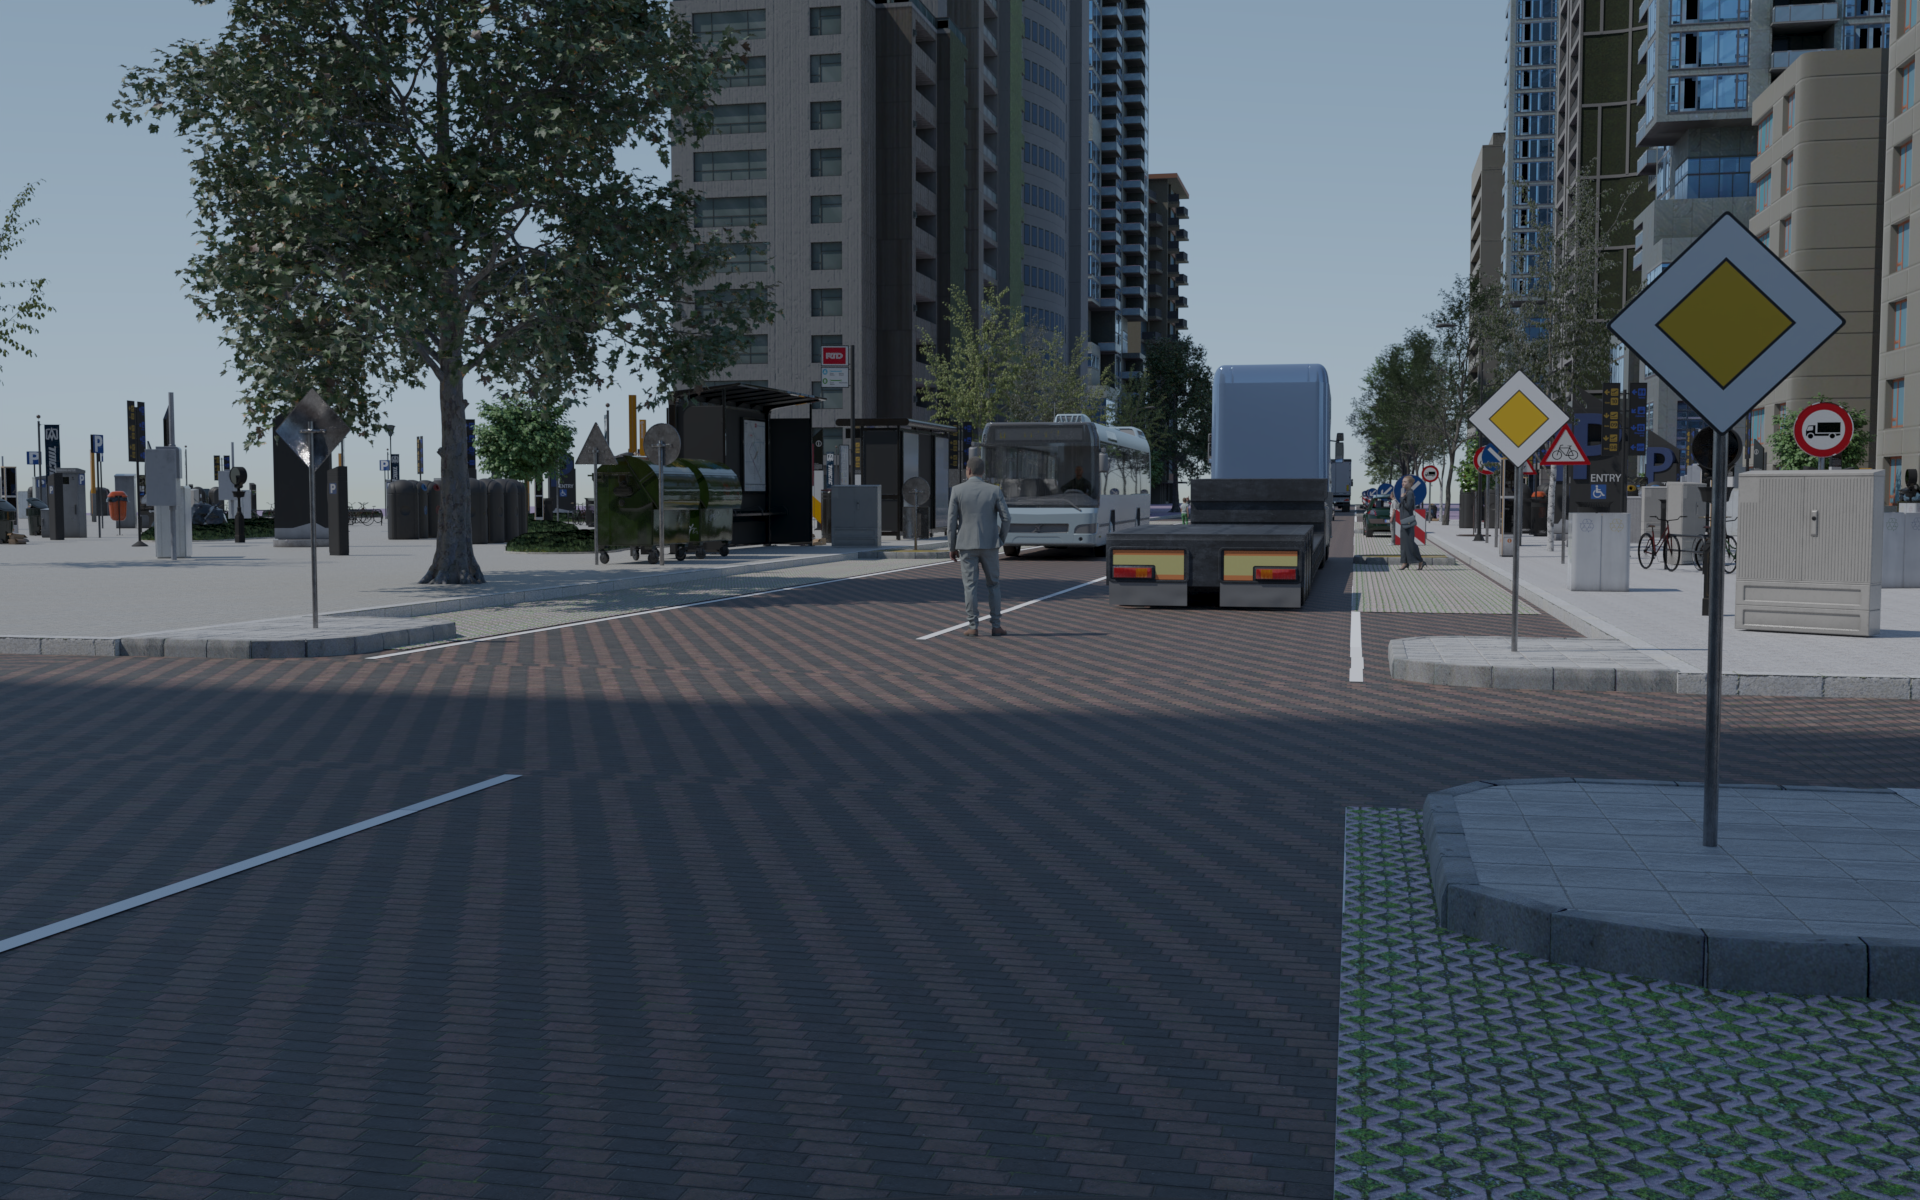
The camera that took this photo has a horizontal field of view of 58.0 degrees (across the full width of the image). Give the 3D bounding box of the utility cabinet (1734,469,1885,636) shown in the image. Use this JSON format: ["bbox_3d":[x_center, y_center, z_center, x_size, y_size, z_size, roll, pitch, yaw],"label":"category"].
[{"bbox_3d":[7.767,-0.440,15.869,0.318,1.500,1.173,-3,5,-44],"label":"utility cabinet"}]

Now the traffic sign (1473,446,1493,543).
[{"bbox_3d":[13.800,-2.763,45.280,0.768,2.556,0.104,1,4,19],"label":"traffic sign"}]

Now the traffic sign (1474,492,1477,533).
[{"bbox_3d":[17.022,-3.494,57.123,0.884,2.594,0.081,1,4,18],"label":"traffic sign"}]

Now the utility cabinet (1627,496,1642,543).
[{"bbox_3d":[17.440,-2.116,45.766,1.020,1.237,0.306,1,4,12],"label":"utility cabinet"}]

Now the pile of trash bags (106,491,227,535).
[{"bbox_3d":[-25.087,-2.756,54.806,3.447,1.369,1.912,-2,4,-33],"label":"pile of trash bags"}]

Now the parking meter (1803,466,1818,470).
[{"bbox_3d":[17.750,-1.853,36.013,0.399,1.863,0.255,0,4,7],"label":"parking meter"}]

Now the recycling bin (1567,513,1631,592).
[{"bbox_3d":[8.500,-0.642,23.055,0.722,1.027,0.722,1,4,15],"label":"recycling bin"}]

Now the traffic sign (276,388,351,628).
[{"bbox_3d":[-6.156,-0.786,16.487,0.795,2.450,0.064,1,4,13],"label":"traffic sign"}]

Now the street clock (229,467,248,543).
[{"bbox_3d":[-19.014,-2.514,45.682,0.471,2.002,0.358,2,4,33],"label":"street clock"}]

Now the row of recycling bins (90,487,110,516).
[{"bbox_3d":[-50.981,-5.844,102.656,1.069,1.692,3.534,-1,4,-22],"label":"row of recycling bins"}]

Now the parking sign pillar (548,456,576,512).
[{"bbox_3d":[-19.485,-5.889,84.764,1.447,3.967,1.447,-2,4,-27],"label":"parking sign pillar"}]

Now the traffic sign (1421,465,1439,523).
[{"bbox_3d":[20.661,-4.651,76.148,0.768,2.556,0.104,1,4,15],"label":"traffic sign"}]

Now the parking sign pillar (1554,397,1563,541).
[{"bbox_3d":[17.076,-3.633,47.874,1.447,3.967,1.447,2,4,30],"label":"parking sign pillar"}]

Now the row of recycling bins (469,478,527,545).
[{"bbox_3d":[-12.315,-2.357,45.642,1.069,1.692,3.534,0,4,7],"label":"row of recycling bins"}]

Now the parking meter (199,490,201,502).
[{"bbox_3d":[-38.347,-4.813,87.101,0.372,1.533,0.369,0,3,0],"label":"parking meter"}]

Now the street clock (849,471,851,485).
[{"bbox_3d":[-3.487,-3.037,54.221,0.358,2.002,0.471,-1,4,-9],"label":"street clock"}]

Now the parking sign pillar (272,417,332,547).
[{"bbox_3d":[-16.005,-3.285,42.179,1.447,3.967,1.447,-1,4,-10],"label":"parking sign pillar"}]

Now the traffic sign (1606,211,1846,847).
[{"bbox_3d":[2.733,-0.160,6.254,0.795,2.450,0.064,1,4,13],"label":"traffic sign"}]

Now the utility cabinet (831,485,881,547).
[{"bbox_3d":[-2.502,-2.021,41.729,1.173,1.500,0.318,1,4,15],"label":"utility cabinet"}]

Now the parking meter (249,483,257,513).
[{"bbox_3d":[-36.522,-5.124,89.480,0.255,1.863,0.399,-3,5,-42],"label":"parking meter"}]

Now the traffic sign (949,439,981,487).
[{"bbox_3d":[0.576,-4.292,64.039,2.265,3.308,0.079,1,4,17],"label":"traffic sign"}]

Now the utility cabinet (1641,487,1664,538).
[{"bbox_3d":[20.474,-2.552,50.397,1.173,1.500,0.318,0,4,5],"label":"utility cabinet"}]

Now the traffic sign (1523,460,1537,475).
[{"bbox_3d":[15.293,-2.896,47.358,0.884,2.594,0.081,1,4,13],"label":"traffic sign"}]

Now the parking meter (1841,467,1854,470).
[{"bbox_3d":[19.089,-1.944,37.490,0.399,1.863,0.255,0,4,6],"label":"parking meter"}]

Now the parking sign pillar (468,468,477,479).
[{"bbox_3d":[-25.074,-6.052,87.419,1.447,3.967,1.447,0,4,-7],"label":"parking sign pillar"}]

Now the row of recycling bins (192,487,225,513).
[{"bbox_3d":[-42.066,-5.352,94.625,3.534,1.692,1.069,-1,4,-15],"label":"row of recycling bins"}]

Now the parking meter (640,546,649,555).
[{"bbox_3d":[-6.655,-1.897,36.734,0.255,1.863,0.399,-1,4,-9],"label":"parking meter"}]

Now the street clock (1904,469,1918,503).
[{"bbox_3d":[27.362,-2.770,49.863,0.358,2.002,0.471,1,4,16],"label":"street clock"}]

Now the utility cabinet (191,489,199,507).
[{"bbox_3d":[-36.776,-4.516,82.522,1.173,1.500,0.318,2,4,28],"label":"utility cabinet"}]

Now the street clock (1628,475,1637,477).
[{"bbox_3d":[26.197,-3.850,67.517,0.358,2.002,0.471,-2,4,-29],"label":"street clock"}]

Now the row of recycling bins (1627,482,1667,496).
[{"bbox_3d":[23.360,-3.057,57.095,3.534,1.692,1.069,2,4,26],"label":"row of recycling bins"}]

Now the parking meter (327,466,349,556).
[{"bbox_3d":[-12.987,-1.863,36.165,0.399,1.863,0.255,2,4,33],"label":"parking meter"}]

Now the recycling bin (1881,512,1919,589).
[{"bbox_3d":[12.751,-0.690,23.830,0.722,1.027,0.722,0,4,-6],"label":"recycling bin"}]

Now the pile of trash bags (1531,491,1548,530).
[{"bbox_3d":[21.111,-3.143,61.143,1.912,1.369,3.447,3,5,44],"label":"pile of trash bags"}]

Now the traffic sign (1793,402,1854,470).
[{"bbox_3d":[11.935,-1.463,24.019,0.768,2.556,0.104,1,4,13],"label":"traffic sign"}]

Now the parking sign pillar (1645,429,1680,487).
[{"bbox_3d":[29.027,-5.084,71.596,1.447,3.967,1.447,3,5,42],"label":"parking sign pillar"}]

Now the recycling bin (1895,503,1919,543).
[{"bbox_3d":[26.532,-2.165,47.954,0.722,1.027,0.722,0,4,-6],"label":"recycling bin"}]

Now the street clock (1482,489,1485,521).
[{"bbox_3d":[25.019,-4.799,83.027,0.471,2.002,0.358,-1,4,-10],"label":"street clock"}]

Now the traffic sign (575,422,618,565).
[{"bbox_3d":[-6.578,-1.914,31.293,0.884,2.594,0.081,1,4,19],"label":"traffic sign"}]

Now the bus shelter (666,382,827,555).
[{"bbox_3d":[-4.773,-2.958,39.644,1.731,3.624,6.357,1,4,13],"label":"bus shelter"}]

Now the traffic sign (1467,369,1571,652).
[{"bbox_3d":[4.510,-0.636,14.039,0.795,2.450,0.064,1,4,13],"label":"traffic sign"}]

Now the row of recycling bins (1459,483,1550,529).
[{"bbox_3d":[20.360,-3.497,64.288,3.534,1.692,1.069,1,4,17],"label":"row of recycling bins"}]

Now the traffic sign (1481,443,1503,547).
[{"bbox_3d":[12.902,-2.538,41.600,0.768,2.556,0.104,1,4,20],"label":"traffic sign"}]

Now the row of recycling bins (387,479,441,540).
[{"bbox_3d":[-15.634,-2.632,50.138,1.069,1.692,3.534,0,4,5],"label":"row of recycling bins"}]

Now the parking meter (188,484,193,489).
[{"bbox_3d":[-44.998,-5.851,101.370,0.255,1.863,0.399,-2,4,-25],"label":"parking meter"}]

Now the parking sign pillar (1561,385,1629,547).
[{"bbox_3d":[15.415,-3.260,41.771,1.447,3.967,1.447,1,4,22],"label":"parking sign pillar"}]

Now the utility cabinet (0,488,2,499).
[{"bbox_3d":[-34.887,-3.307,62.750,0.318,1.500,1.173,3,5,43],"label":"utility cabinet"}]

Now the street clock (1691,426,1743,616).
[{"bbox_3d":[7.944,-0.835,18.222,0.471,2.002,0.358,2,4,31],"label":"street clock"}]

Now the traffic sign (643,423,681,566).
[{"bbox_3d":[-5.348,-1.890,31.001,0.768,2.556,0.104,1,4,21],"label":"traffic sign"}]

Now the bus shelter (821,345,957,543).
[{"bbox_3d":[-2.109,-4.377,49.200,2.179,5.291,8.768,1,4,13],"label":"bus shelter"}]

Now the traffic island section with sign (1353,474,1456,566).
[{"bbox_3d":[9.114,-1.649,35.596,1.989,1.847,2.006,1,4,13],"label":"traffic island section with sign"}]

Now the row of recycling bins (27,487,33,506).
[{"bbox_3d":[-42.617,-4.520,81.008,1.069,1.692,3.534,0,4,-6],"label":"row of recycling bins"}]

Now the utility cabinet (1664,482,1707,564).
[{"bbox_3d":[13.241,-1.399,31.551,0.318,1.500,1.173,3,5,42],"label":"utility cabinet"}]

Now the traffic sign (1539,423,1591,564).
[{"bbox_3d":[11.075,-1.941,31.738,0.884,2.594,0.081,1,4,21],"label":"traffic sign"}]

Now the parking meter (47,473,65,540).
[{"bbox_3d":[-25.140,-2.597,48.169,0.399,1.863,0.255,3,4,36],"label":"parking meter"}]

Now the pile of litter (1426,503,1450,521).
[{"bbox_3d":[22.692,-4.176,82.237,1.719,0.858,1.176,-2,4,-31],"label":"pile of litter"}]

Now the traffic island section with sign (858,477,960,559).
[{"bbox_3d":[-1.073,-1.851,38.886,1.989,1.847,2.006,1,4,13],"label":"traffic island section with sign"}]
